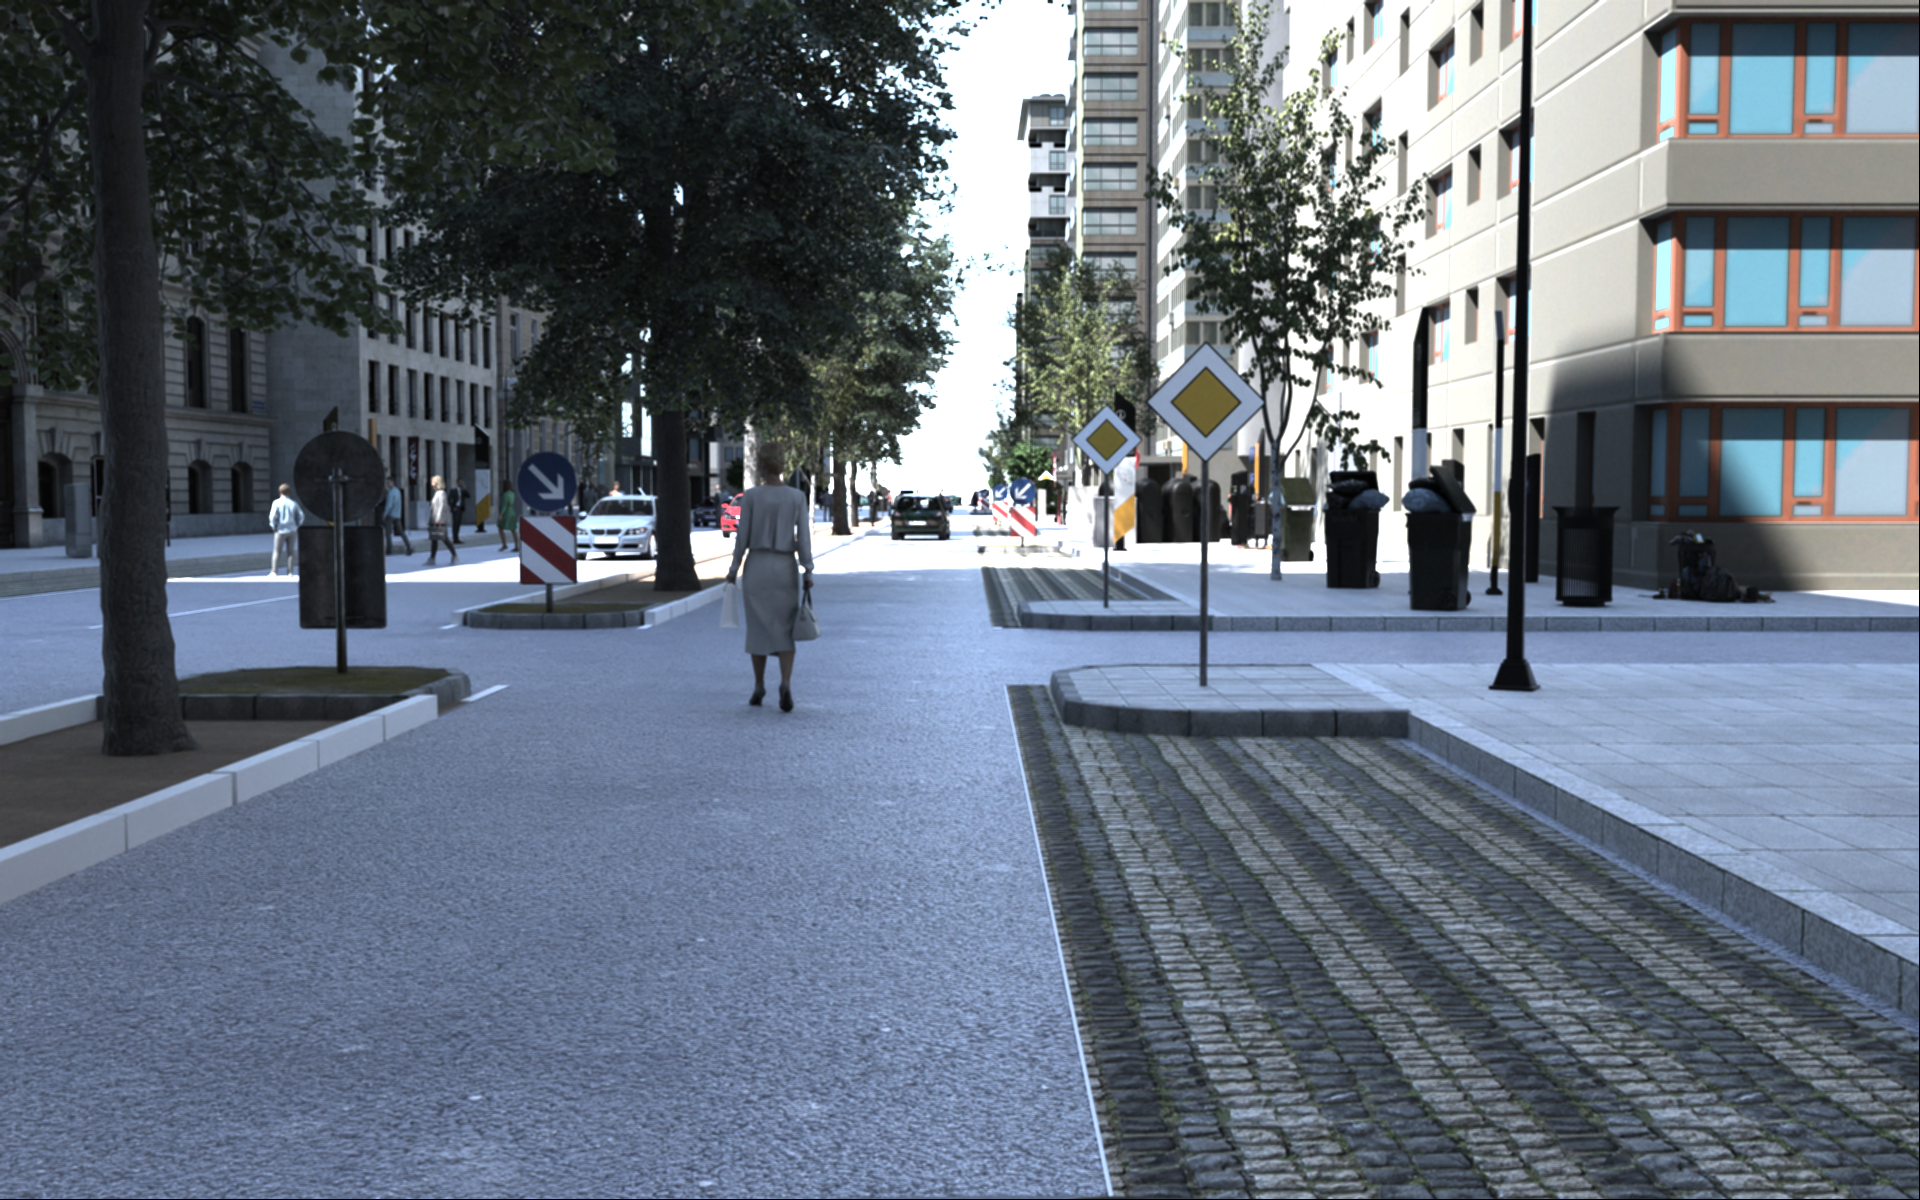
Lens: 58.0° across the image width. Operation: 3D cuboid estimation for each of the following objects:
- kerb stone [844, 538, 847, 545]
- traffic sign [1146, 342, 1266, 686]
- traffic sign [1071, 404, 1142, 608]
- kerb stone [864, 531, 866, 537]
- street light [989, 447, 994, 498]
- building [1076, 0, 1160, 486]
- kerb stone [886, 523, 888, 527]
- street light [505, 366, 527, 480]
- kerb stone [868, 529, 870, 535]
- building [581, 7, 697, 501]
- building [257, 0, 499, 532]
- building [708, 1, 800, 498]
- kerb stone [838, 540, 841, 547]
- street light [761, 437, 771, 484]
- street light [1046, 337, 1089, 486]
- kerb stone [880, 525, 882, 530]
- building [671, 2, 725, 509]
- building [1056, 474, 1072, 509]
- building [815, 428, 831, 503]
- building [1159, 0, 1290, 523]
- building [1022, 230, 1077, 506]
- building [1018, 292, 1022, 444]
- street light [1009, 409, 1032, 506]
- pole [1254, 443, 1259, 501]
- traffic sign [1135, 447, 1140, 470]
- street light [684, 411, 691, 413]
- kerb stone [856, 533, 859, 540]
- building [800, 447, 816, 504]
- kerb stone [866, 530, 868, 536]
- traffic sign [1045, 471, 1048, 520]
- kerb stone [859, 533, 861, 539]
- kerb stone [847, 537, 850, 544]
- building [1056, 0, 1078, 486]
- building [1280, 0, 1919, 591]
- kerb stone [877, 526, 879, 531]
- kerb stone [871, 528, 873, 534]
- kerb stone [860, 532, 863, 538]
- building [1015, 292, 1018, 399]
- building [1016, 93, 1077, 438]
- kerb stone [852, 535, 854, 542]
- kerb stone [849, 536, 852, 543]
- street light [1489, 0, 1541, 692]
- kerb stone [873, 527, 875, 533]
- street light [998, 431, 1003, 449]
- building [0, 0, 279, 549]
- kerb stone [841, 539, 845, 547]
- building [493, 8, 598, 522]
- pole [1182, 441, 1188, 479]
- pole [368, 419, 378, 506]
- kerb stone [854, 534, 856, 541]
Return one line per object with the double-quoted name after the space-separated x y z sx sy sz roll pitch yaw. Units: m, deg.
-3.298 -1.581 48.046 0.120 0.150 1.000 0 4 0 "kerb stone"
1.625 -0.482 11.524 0.795 2.450 0.064 0 4 0 "traffic sign"
1.647 -0.970 19.509 0.795 2.450 0.064 0 4 0 "traffic sign"
-3.265 -2.136 57.272 0.120 0.150 1.000 0 4 0 "kerb stone"
3.495 -12.114 170.600 1.470 5.913 1.316 0 4 0 "street light"
14.029 -25.797 105.368 14.154 41.232 14.086 0 4 0 "building"
-3.221 -3.085 72.643 0.120 0.150 1.000 0 4 0 "kerb stone"
-15.747 -5.486 62.244 1.470 5.913 1.316 0 4 0 "street light"
-3.270 -2.271 59.332 0.120 0.150 1.000 0 4 0 "kerb stone"
-30.078 -29.994 110.003 23.786 49.044 30.456 0 4 0 "building"
-25.002 -12.881 65.362 10.420 20.320 16.860 0 4 0 "building"
-29.971 -39.900 194.362 21.231 58.520 28.212 0 4 0 "building"
-3.310 -1.455 45.987 0.120 0.150 1.000 0 4 0 "kerb stone"
-15.447 -10.220 139.633 1.470 5.913 1.316 0 4 0 "street light"
3.248 -4.820 51.340 1.470 5.913 1.316 0 4 0 "street light"
-3.232 -2.771 67.518 0.120 0.150 1.000 0 4 0 "kerb stone"
-31.192 -29.671 139.743 22.147 44.769 28.867 0 4 0 "building"
23.814 -28.346 155.344 32.217 40.220 23.993 0 4 0 "building"
-25.715 -36.348 244.392 14.600 45.320 14.200 0 4 0 "building"
22.377 -23.872 82.184 32.217 40.220 23.993 0 4 0 "building"
14.504 -25.648 191.045 14.160 30.474 14.107 0 4 0 "building"
14.485 -26.509 205.127 14.160 30.474 14.107 0 4 0 "building"
3.337 -7.440 94.178 1.470 5.913 1.316 0 4 0 "street light"
11.884 -4.621 69.396 0.158 3.312 0.155 0 3 0 "pole"
4.120 -2.642 43.305 0.768 2.556 0.104 0 4 6 "traffic sign"
-15.635 -7.580 96.468 1.470 5.913 1.316 0 4 0 "street light"
-3.278 -1.894 53.178 0.120 0.150 1.000 0 4 0 "kerb stone"
-25.731 -27.208 216.544 14.160 30.474 14.107 0 4 0 "building"
-3.266 -2.208 58.303 0.120 0.150 1.000 0 4 0 "kerb stone"
4.271 -5.170 85.714 0.795 2.450 0.064 1 4 9 "traffic sign"
-3.276 -1.954 54.206 0.120 0.150 1.000 0 4 0 "kerb stone"
-3.290 -1.644 49.068 0.120 0.150 1.000 0 4 0 "kerb stone"
19.368 -31.054 127.344 23.786 49.044 30.456 0 4 0 "building"
23.689 -11.677 35.958 28.899 21.520 27.650 0 4 0 "building"
-3.248 -2.647 65.467 0.120 0.150 1.000 0 4 0 "kerb stone"
-3.252 -2.388 61.379 0.120 0.150 1.000 0 4 0 "kerb stone"
-3.267 -2.020 55.228 0.120 0.150 1.000 0 4 0 "kerb stone"
14.814 -29.076 247.088 14.160 30.474 14.107 0 4 0 "building"
21.992 -38.917 225.532 28.713 52.752 27.495 0 4 0 "building"
-3.285 -1.766 51.126 0.120 0.150 1.000 0 4 0 "kerb stone"
-3.293 -1.705 50.096 0.120 0.150 1.000 0 4 0 "kerb stone"
3.118 -2.368 11.252 1.470 5.913 1.316 0 4 0 "street light"
-3.255 -2.459 62.401 0.120 0.150 1.000 0 4 0 "kerb stone"
3.492 -9.464 127.277 1.470 5.913 1.316 0 4 0 "street light"
-27.647 -13.447 38.935 14.460 24.649 34.723 0 4 0 "building"
-3.292 -1.518 47.017 0.120 0.150 1.000 0 4 0 "kerb stone"
-25.953 -18.252 84.331 13.634 28.700 20.117 0 4 0 "building"
7.962 -4.127 61.313 0.158 3.312 0.155 0 3 0 "pole"
-15.960 -3.259 47.131 0.158 3.312 0.155 0 3 0 "pole"
-3.288 -1.832 52.148 0.120 0.150 1.000 0 4 0 "kerb stone"
